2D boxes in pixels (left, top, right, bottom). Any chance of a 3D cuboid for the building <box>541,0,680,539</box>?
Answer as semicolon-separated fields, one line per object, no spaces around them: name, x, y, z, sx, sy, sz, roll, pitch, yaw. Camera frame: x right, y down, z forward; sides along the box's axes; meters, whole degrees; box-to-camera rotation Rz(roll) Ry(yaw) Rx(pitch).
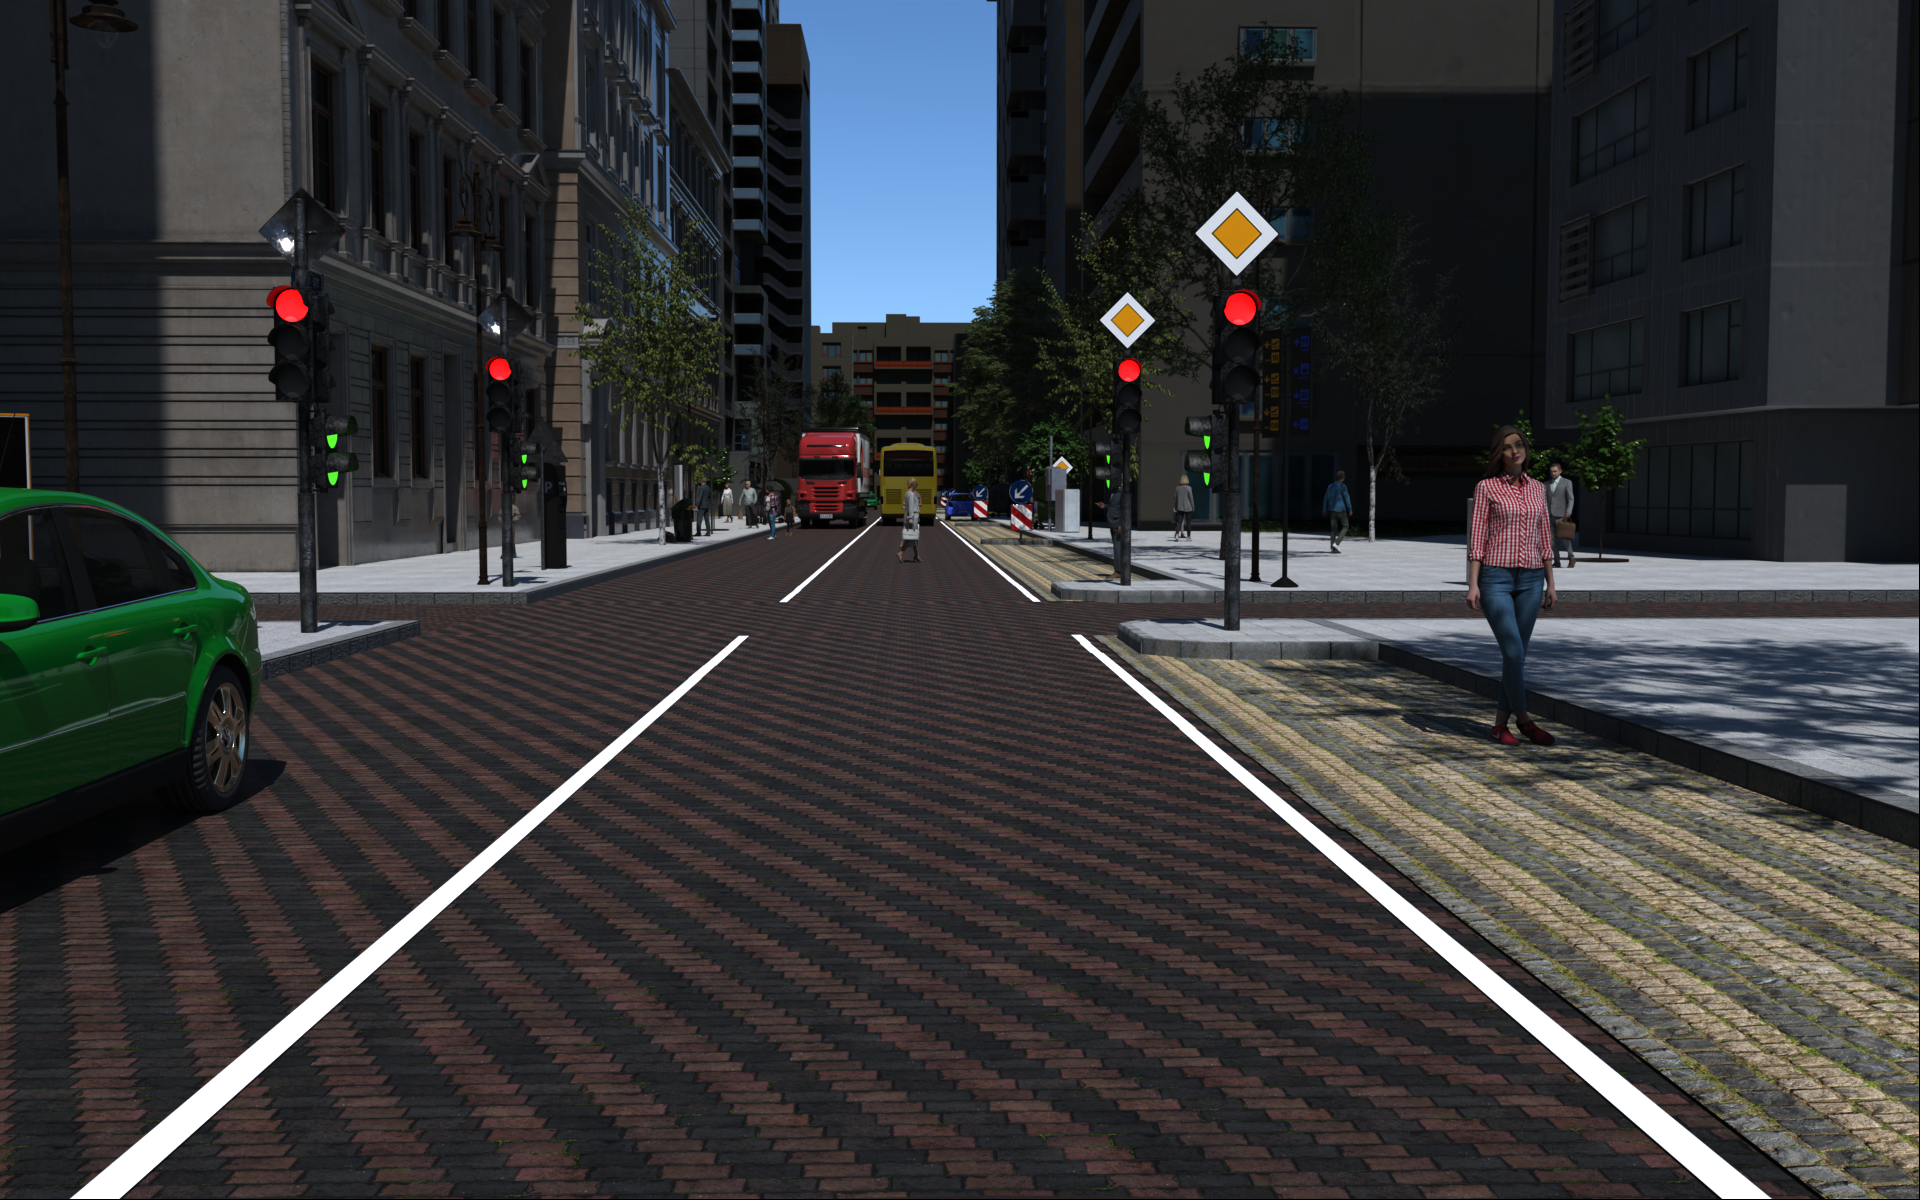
building;-17.269;-16.655;58.220;13.634;28.700;20.117;0;4;-2

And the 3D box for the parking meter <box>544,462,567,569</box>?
parking meter;-6.974;-1.471;29.760;0.399;1.863;0.255;2;4;25

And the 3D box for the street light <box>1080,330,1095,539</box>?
street light;3.694;-4.658;48.949;0.468;5.910;1.993;0;4;-2

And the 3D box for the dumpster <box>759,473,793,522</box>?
dumpster;-8.419;-4.684;79.074;1.502;2.255;1.985;0;4;-2

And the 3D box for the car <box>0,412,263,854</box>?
car;-4.117;0.146;6.416;1.959;1.807;4.718;0;4;-3

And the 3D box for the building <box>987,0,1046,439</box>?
building;17.385;-34.817;158.497;28.713;52.752;27.495;0;4;-2

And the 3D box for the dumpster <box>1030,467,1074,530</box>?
dumpster;3.300;-3.677;62.619;1.502;2.255;1.985;0;4;-2

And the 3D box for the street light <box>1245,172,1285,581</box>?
street light;4.349;-3.214;25.343;0.468;5.910;1.993;0;4;-2

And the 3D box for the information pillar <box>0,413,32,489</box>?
information pillar;-8.694;-0.699;15.923;0.304;2.012;0.304;-2;4;-27

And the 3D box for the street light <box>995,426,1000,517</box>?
street light;2.176;-7.619;97.350;0.468;5.910;1.993;0;4;-2

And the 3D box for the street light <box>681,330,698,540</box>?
street light;-7.543;-4.618;48.292;0.468;5.910;1.993;0;4;-2

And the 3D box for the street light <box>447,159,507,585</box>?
street light;-6.753;-3.155;24.377;0.468;5.910;1.993;0;4;-2

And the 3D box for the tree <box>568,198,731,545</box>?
tree;-7.499;-5.663;42.952;4.737;8.622;4.395;0;3;0

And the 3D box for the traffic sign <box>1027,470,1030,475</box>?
traffic sign;3.177;-4.398;72.006;0.768;2.556;0.104;0;4;0

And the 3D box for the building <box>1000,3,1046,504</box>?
building;14.989;-49.879;128.189;22.319;86.520;31.000;0;4;-2

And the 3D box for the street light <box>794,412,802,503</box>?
street light;-8.848;-7.506;95.503;0.468;5.910;1.993;0;4;-2

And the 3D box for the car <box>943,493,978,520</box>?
car;0.058;-5.218;94.905;1.945;1.707;3.694;0;4;-3

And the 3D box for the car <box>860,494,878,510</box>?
car;-8.490;-9.201;159.225;1.959;1.807;4.718;0;4;-2

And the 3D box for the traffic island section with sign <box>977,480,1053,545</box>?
traffic island section with sign;1.595;-2.498;49.470;1.989;1.847;2.006;0;4;-2

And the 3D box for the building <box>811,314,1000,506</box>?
building;-6.475;-21.715;200.084;28.899;21.520;27.650;0;4;-2

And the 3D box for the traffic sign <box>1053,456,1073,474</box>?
traffic sign;3.532;-3.671;59.761;0.795;2.593;0.064;0;4;3

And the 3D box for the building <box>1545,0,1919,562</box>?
building;21.360;-21.470;34.622;14.086;41.232;14.154;0;4;-2

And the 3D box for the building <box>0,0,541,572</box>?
building;-16.116;-12.299;37.253;11.583;22.565;21.152;0;4;-2

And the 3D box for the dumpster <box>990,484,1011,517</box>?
dumpster;2.310;-5.488;95.488;1.264;1.857;1.865;0;4;-2

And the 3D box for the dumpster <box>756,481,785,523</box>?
dumpster;-8.366;-4.303;76.113;1.264;1.857;1.865;0;4;-2

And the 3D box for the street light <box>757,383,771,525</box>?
street light;-8.128;-6.062;71.900;0.468;5.910;1.993;0;4;-2

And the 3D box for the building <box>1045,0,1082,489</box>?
building;12.730;-27.909;106.429;14.600;45.320;14.200;0;4;-2

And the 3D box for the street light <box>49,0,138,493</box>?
street light;-6.412;-2.424;12.420;0.468;5.910;1.993;0;4;-2

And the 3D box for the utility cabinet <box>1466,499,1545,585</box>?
utility cabinet;7.650;-0.801;24.265;1.020;1.237;0.306;0;4;2

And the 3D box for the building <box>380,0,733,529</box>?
building;-17.197;-14.872;79.309;11.583;22.565;21.152;0;4;-2

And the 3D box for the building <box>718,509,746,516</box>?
building;-22.686;-40.936;107.560;20.563;71.187;20.611;0;4;-2

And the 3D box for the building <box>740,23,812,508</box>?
building;-21.554;-31.392;163.369;14.200;45.320;14.600;0;4;-2

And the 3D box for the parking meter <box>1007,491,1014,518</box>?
parking meter;2.734;-5.238;94.046;0.372;1.533;0.369;0;3;0

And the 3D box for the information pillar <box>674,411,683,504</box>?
information pillar;-7.997;-3.539;49.216;0.183;3.616;0.504;-2;4;-27

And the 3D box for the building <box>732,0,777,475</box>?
building;-25.120;-50.182;133.142;22.319;86.520;31.000;0;4;-2

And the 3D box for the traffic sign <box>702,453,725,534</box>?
traffic sign;-7.887;-3.363;54.994;0.884;2.594;0.081;0;4;2

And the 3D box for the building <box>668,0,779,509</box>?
building;-31.092;-46.199;193.607;20.611;71.187;20.563;0;4;-2

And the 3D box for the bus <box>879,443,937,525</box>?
bus;-2.482;-5.563;82.504;2.896;3.916;12.252;0;4;-2

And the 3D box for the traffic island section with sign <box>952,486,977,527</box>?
traffic island section with sign;0.771;-4.177;76.928;1.989;1.847;2.006;0;4;-2

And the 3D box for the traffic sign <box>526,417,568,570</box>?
traffic sign;-7.035;-1.783;29.154;0.884;2.594;0.081;0;4;1

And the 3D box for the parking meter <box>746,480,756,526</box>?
parking meter;-8.466;-3.937;70.075;0.399;1.863;0.255;-3;5;-40

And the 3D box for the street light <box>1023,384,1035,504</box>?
street light;2.917;-6.127;72.964;0.468;5.910;1.993;0;4;-2

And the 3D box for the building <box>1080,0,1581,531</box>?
building;16.574;-27.249;69.216;21.300;48.544;21.600;0;4;-2

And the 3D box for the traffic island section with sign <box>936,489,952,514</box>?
traffic island section with sign;-0.714;-7.198;126.313;1.989;1.847;2.006;0;4;-2
